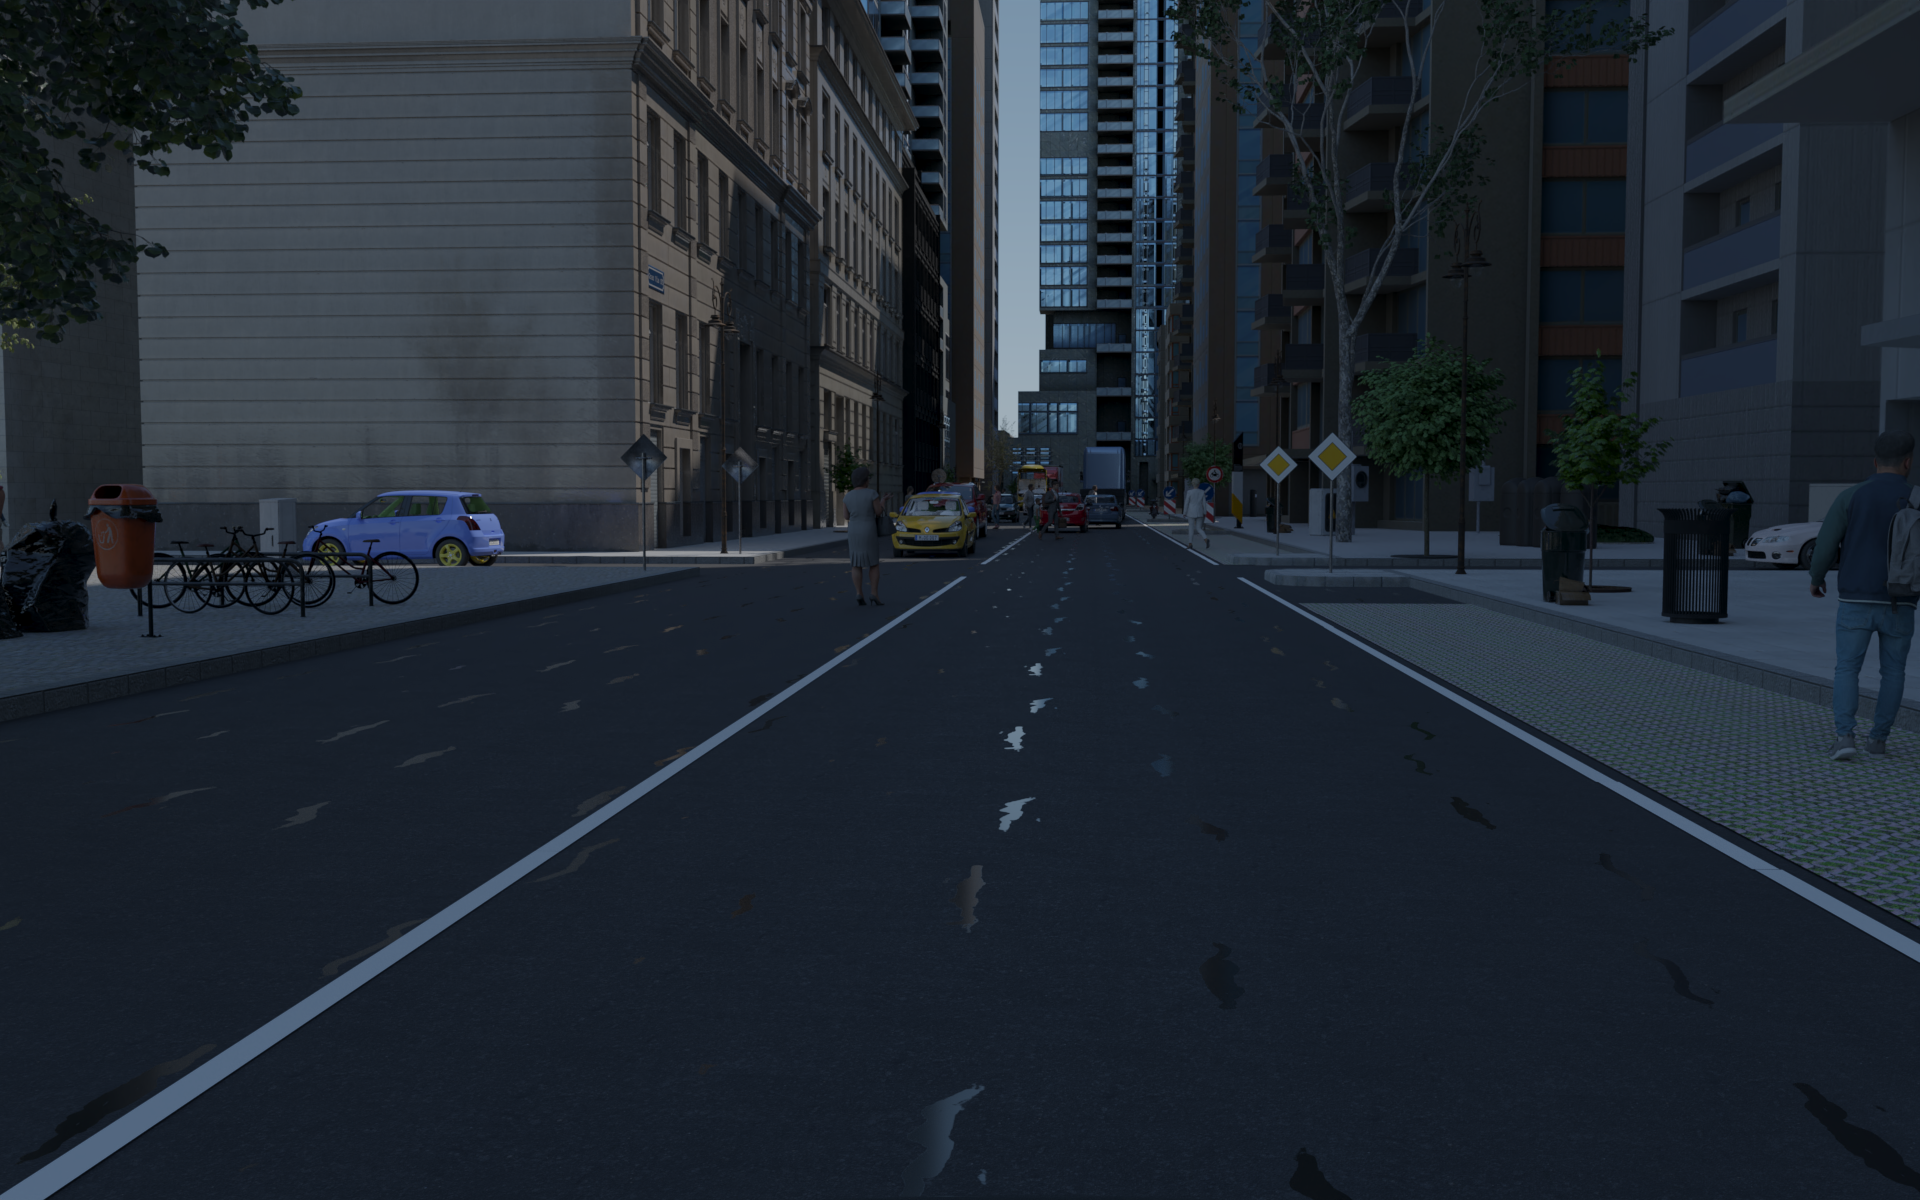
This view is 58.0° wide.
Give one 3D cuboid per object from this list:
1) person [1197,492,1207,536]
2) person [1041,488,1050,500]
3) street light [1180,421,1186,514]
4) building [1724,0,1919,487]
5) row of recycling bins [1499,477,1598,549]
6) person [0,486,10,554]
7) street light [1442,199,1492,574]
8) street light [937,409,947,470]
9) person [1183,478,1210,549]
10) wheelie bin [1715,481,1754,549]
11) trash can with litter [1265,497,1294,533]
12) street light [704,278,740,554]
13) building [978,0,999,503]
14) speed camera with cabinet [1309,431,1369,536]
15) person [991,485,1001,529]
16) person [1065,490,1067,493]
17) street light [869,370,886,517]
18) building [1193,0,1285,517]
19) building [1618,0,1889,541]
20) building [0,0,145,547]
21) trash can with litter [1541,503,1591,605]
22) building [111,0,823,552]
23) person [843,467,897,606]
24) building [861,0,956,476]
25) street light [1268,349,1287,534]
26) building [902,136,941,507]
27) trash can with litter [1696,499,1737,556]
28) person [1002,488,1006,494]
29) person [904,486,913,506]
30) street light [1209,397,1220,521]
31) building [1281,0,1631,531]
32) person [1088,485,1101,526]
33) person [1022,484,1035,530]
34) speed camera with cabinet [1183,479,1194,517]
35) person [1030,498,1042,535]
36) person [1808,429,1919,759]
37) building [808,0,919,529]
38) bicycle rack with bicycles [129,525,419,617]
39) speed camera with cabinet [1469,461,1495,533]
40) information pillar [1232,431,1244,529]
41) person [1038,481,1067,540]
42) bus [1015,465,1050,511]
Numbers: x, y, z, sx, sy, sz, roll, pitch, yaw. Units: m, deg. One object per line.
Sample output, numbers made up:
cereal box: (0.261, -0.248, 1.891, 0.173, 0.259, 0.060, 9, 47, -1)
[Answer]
person: (8.155, -2.913, 58.725, 0.503, 1.515, 0.523, 2, 4, 31)
person: (5.762, -6.443, 113.775, 1.348, 1.831, 0.705, -2, 4, -32)
street light: (14.219, -8.413, 110.339, 0.468, 5.910, 1.993, 0, 4, 4)
building: (23.482, -25.775, 10.660, 28.713, 52.752, 27.495, 0, 4, 4)
row of recycling bins: (14.192, -2.129, 41.927, 1.069, 1.692, 3.534, -1, 4, -12)
person: (-18.643, -1.527, 33.435, 0.580, 1.828, 0.573, 3, 4, 36)
street light: (8.021, -3.350, 27.555, 0.468, 5.910, 1.993, 0, 4, 4)
street light: (-0.950, -7.326, 92.562, 0.468, 5.910, 1.993, 0, 4, 4)
person: (6.105, -2.216, 44.608, 0.514, 1.842, 0.818, -2, 4, -34)
wheelie bin: (18.167, -2.005, 40.695, 0.693, 1.594, 0.980, -1, 4, -18)
trash can with litter: (10.586, -2.806, 57.259, 0.624, 1.170, 1.055, -3, 4, -37)
street light: (-5.081, -3.935, 37.130, 0.468, 5.910, 1.993, 0, 4, 4)
building: (-10.273, -38.806, 176.471, 28.212, 58.520, 21.231, 0, 4, 4)
speed camera with cabinet: (11.743, -3.625, 53.612, 2.038, 3.252, 0.660, -2, 4, -34)
person: (1.484, -3.849, 71.440, 0.388, 1.821, 0.555, -2, 4, -35)
person: (8.719, -8.160, 142.696, 1.217, 1.735, 0.721, 0, 4, 7)
street light: (-3.076, -5.634, 64.900, 0.468, 5.910, 1.993, 0, 4, 4)
building: (21.308, -27.677, 102.631, 14.600, 45.320, 14.200, 0, 4, 4)
building: (34.105, -30.649, 43.104, 28.212, 58.520, 21.231, 0, 4, 4)
building: (-29.482, -11.596, 44.349, 16.860, 20.320, 10.420, 0, 4, 4)
trash can with litter: (7.192, -0.547, 20.327, 0.624, 1.170, 1.055, 0, 4, 5)
building: (-11.825, -15.455, 49.945, 12.463, 27.353, 25.104, 0, 4, 4)
person: (-1.130, -0.823, 22.314, 0.716, 1.782, 0.532, 1, 4, 20)
building: (-11.076, -49.813, 127.120, 22.319, 86.520, 31.000, 0, 4, 4)
street light: (10.143, -5.054, 55.428, 0.468, 5.910, 1.993, 0, 4, 4)
building: (-7.945, -16.562, 100.469, 12.332, 23.373, 15.834, 0, 4, 4)
trash can with litter: (15.847, -1.514, 36.140, 0.624, 1.170, 1.055, 0, 4, -8)
person: (2.842, -6.130, 109.005, 0.850, 1.792, 0.678, 0, 4, 3)
person: (-1.704, -3.056, 59.471, 0.522, 1.701, 0.512, -3, 5, -44)
street light: (12.129, -6.711, 82.510, 0.468, 5.910, 1.993, 0, 4, 4)
building: (23.816, -25.479, 71.213, 22.147, 44.769, 28.867, 0, 4, 4)
person: (5.994, -4.261, 78.268, 0.850, 1.850, 0.679, 2, 4, 27)
person: (2.740, -3.744, 69.563, 0.795, 1.843, 0.661, 3, 5, 39)
speed camera with cabinet: (13.042, -6.376, 98.588, 0.660, 3.252, 2.038, 0, 4, 6)
person: (2.652, -2.911, 60.346, 0.590, 1.304, 0.306, -3, 4, -39)
person: (4.959, -0.030, 9.341, 0.623, 1.781, 0.721, 1, 4, 12)
building: (-11.322, -14.953, 77.766, 16.112, 22.955, 30.059, 0, 4, 4)
bicycle rack with bicycles: (-7.818, -0.350, 19.109, 2.925, 0.926, 2.852, 0, 4, 5)
speed camera with cabinet: (17.712, -3.805, 56.546, 2.038, 3.252, 0.660, 0, 4, -1)
information pillar: (10.326, -4.468, 64.405, 0.504, 3.616, 0.183, -2, 4, -33)
person: (2.896, -2.801, 54.255, 0.822, 1.834, 0.622, 2, 4, 31)
bus: (6.254, -9.663, 149.540, 2.896, 3.916, 12.252, 0, 4, 3)
